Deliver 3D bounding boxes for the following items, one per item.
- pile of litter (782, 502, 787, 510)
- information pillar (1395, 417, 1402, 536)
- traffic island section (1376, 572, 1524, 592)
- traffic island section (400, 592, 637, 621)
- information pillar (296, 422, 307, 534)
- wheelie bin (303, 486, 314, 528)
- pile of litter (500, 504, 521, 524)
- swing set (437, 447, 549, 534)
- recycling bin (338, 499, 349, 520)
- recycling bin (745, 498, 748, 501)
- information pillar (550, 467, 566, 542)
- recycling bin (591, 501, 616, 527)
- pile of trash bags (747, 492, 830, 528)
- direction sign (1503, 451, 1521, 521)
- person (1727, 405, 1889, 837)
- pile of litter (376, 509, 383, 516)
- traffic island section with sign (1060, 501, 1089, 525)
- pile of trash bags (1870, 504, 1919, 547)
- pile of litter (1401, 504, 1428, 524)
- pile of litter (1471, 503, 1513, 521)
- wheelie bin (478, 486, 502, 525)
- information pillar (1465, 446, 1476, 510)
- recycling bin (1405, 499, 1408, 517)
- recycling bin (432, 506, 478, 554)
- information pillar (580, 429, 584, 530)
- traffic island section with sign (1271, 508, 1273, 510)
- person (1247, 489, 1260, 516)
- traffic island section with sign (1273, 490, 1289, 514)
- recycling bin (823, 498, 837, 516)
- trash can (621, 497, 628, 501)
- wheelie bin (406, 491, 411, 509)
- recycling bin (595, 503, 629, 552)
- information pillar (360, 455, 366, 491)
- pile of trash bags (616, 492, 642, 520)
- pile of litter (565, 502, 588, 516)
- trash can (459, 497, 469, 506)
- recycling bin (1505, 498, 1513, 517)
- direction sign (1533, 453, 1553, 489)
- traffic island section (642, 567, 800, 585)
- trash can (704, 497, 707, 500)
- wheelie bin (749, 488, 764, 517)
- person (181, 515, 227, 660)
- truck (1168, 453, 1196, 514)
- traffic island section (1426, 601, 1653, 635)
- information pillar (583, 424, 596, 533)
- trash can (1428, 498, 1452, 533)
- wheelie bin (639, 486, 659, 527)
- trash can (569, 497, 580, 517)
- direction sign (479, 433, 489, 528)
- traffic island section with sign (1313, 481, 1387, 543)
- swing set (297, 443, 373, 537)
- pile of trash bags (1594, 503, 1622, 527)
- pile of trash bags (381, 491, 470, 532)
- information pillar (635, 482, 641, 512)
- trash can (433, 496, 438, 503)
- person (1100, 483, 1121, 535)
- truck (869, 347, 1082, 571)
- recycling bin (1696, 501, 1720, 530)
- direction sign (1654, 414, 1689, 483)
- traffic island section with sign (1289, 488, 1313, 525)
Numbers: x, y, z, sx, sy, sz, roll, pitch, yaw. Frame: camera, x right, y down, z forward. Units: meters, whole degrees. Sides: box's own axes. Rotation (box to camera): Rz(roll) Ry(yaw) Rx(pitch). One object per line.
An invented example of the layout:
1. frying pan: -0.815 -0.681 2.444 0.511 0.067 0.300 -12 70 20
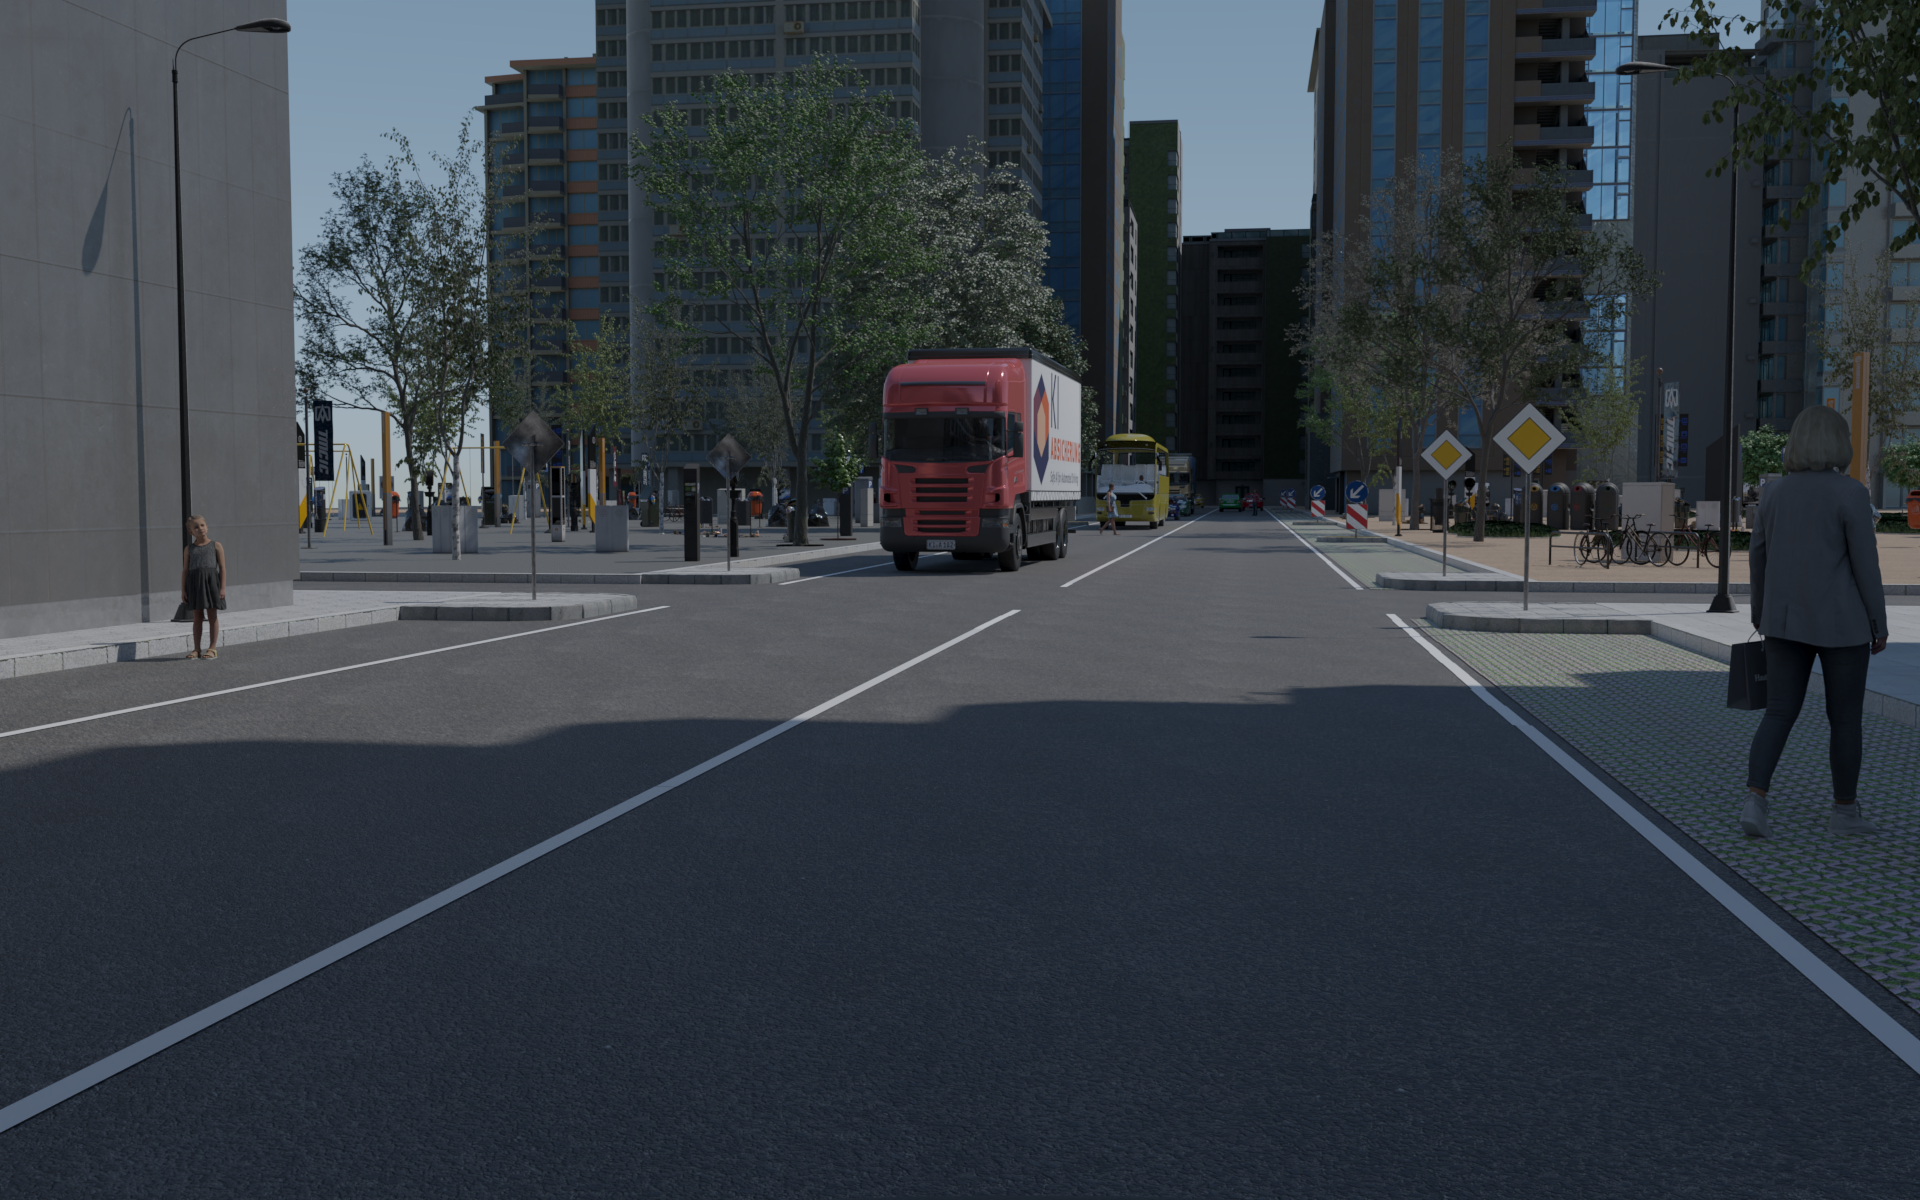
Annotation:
1. pile of litter: -9.580 -4.830 92.941 1.176 0.858 1.719 3 4 38
2. information pillar: 13.287 -3.735 52.417 0.183 3.616 0.504 1 4 22
3. traffic island section: 7.561 -0.287 26.972 2.009 0.180 2.903 1 4 9
4. traffic island section: -5.181 0.079 20.988 2.009 0.180 2.903 1 4 9
5. information pillar: -21.375 -3.964 56.174 0.183 3.616 0.504 0 4 6
6. wheelie bin: -24.710 -3.491 64.980 0.980 1.594 0.693 -2 4 -28
7. pile of litter: -19.997 -3.764 75.512 1.719 0.858 1.176 -1 4 -15
8. swing set: -15.655 -3.662 57.489 3.119 2.851 2.862 1 4 14
9. recycling bin: -30.829 -4.562 87.146 0.722 1.027 0.722 -3 4 -36
10. recycling bin: -12.819 -5.619 104.429 0.722 1.027 0.722 0 4 3
11. information pillar: -10.751 -2.558 46.319 0.304 2.012 0.304 0 4 5
12. recycling bin: -13.768 -3.328 66.969 0.722 1.027 0.722 2 4 25
13. pile of trash bags: -6.838 -3.523 67.352 1.912 1.369 3.447 3 5 44
14. direction sign: 25.250 -5.337 79.254 0.876 3.537 0.379 3 5 44
15. person: 3.504 0.086 7.272 0.728 1.800 0.709 -2 4 -30
16. pile of litter: -33.526 -5.308 100.754 1.176 0.858 1.719 -3 5 -44
17. traffic island section with sign: 4.943 -4.365 79.998 1.989 1.847 2.006 1 4 9
18. pile of trash bags: 22.320 -2.028 42.908 1.912 1.369 3.447 -3 4 -36
19. pile of litter: 19.591 -3.714 74.684 1.176 0.858 1.719 1 4 19
20. pile of litter: 25.347 -4.148 81.792 1.176 0.858 1.719 -3 5 -45
21. wheelie bin: -19.397 -3.891 71.528 0.980 1.594 0.693 -2 4 -23
22. information pillar: 24.764 -5.676 84.161 0.504 3.616 0.183 0 4 2
23. recycling bin: 24.346 -5.098 95.906 0.722 1.027 0.722 -1 4 -9
24. recycling bin: -10.975 -1.535 37.646 0.722 1.027 0.722 3 5 39
25. information pillar: -13.624 -4.357 62.587 0.183 3.616 0.504 -1 4 -22
26. traffic island section with sign: 28.717 -8.916 154.404 1.989 1.847 2.006 1 4 9
27. person: 19.480 -6.451 114.701 0.721 1.743 1.217 -2 4 -31
28. traffic island section with sign: 24.242 -7.267 127.444 1.989 1.847 2.006 1 4 9
29. recycling bin: -7.699 -5.525 102.882 0.722 1.027 0.722 1 4 11
30. trash can: -19.932 -5.561 102.582 0.748 1.137 0.748 0 3 0
31. wheelie bin: -33.805 -6.061 107.011 0.693 1.594 0.980 -2 4 -35
32. recycling bin: -7.733 -1.585 38.462 0.722 1.027 0.722 -1 4 -12
33. information pillar: -35.582 -6.845 103.262 0.183 3.616 0.504 1 4 9
34. pile of trash bags: -16.300 -4.706 86.703 1.912 1.369 3.447 -1 4 -17
35. pile of litter: -22.753 -5.393 102.134 1.719 0.858 1.176 0 4 -5
36. trash can: -25.135 -4.640 87.515 0.748 1.137 0.748 0 3 0
37. recycling bin: 31.625 -5.280 98.883 0.722 1.027 0.722 -3 4 -39
38. direction sign: 23.837 -4.825 70.882 0.379 3.537 0.876 -3 4 -39
39. traffic island section: -3.874 -0.403 28.866 2.009 0.180 2.903 1 4 9
40. trash can: -14.028 -5.020 93.729 0.748 1.137 0.748 0 3 0
41. wheelie bin: -11.551 -5.500 97.830 0.980 1.594 0.693 1 4 12
42. person: -6.572 -0.115 15.055 0.362 1.253 0.373 0 4 -4
43. truck: 15.137 -8.109 121.501 2.839 4.237 11.283 1 4 10
44. traffic island section: 6.254 0.195 19.094 2.009 0.180 2.903 1 4 9
45. information pillar: -12.201 -4.042 57.445 0.183 3.616 0.504 1 4 13
46. trash can: 15.904 -2.799 57.423 0.748 1.137 0.748 0 3 0
47. wheelie bin: -12.066 -3.643 67.475 0.693 1.594 0.980 -3 5 -45
48. trash can: -21.889 -5.297 98.263 0.748 1.137 0.748 0 3 0
49. direction sign: -17.853 -4.454 64.827 0.379 3.537 0.876 -1 4 -8
50. traffic island section with sign: 11.653 -2.626 51.564 1.989 1.847 2.006 1 4 9
51. swing set: -20.141 -3.426 53.634 3.119 2.851 2.862 1 4 11
52. pile of trash bags: 25.629 -3.548 67.761 3.447 1.369 1.912 -2 4 -32
53. pile of trash bags: -18.455 -3.051 59.638 1.912 1.369 3.447 2 4 30
54. information pillar: -18.976 -5.969 102.085 0.304 2.012 0.304 1 4 11
55. trash can: -32.542 -5.890 107.953 0.748 1.137 0.748 0 3 0
56. person: 5.208 -3.158 60.232 0.778 1.811 0.616 2 4 23
57. truck: 0.601 -2.855 35.597 2.839 4.237 11.283 1 4 11
58. recycling bin: 26.151 -2.937 60.572 0.722 1.027 0.722 1 4 20
59. direction sign: 20.113 -3.488 49.029 0.876 3.537 0.379 2 4 26
60. traffic island section with sign: 16.286 -4.334 79.492 1.989 1.847 2.006 1 4 9
